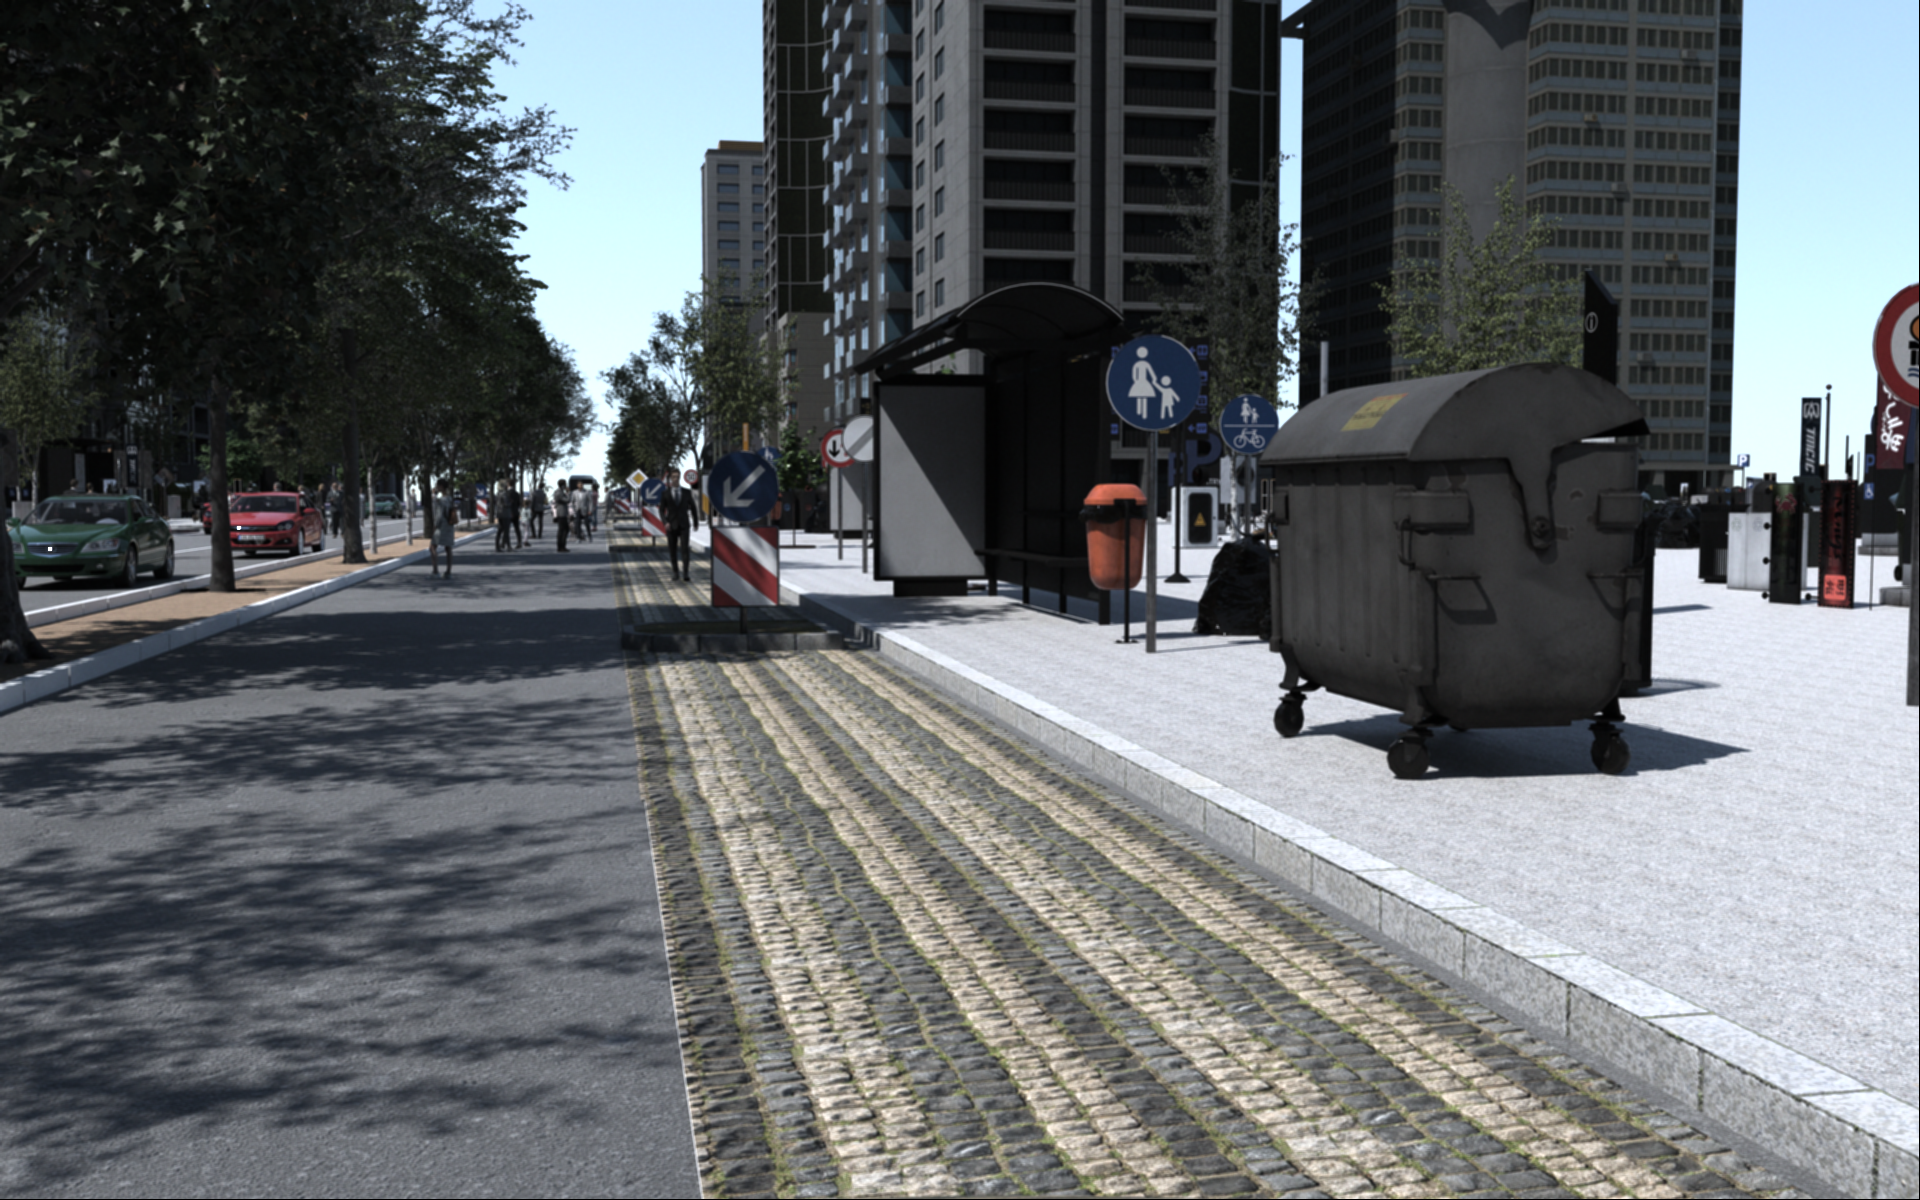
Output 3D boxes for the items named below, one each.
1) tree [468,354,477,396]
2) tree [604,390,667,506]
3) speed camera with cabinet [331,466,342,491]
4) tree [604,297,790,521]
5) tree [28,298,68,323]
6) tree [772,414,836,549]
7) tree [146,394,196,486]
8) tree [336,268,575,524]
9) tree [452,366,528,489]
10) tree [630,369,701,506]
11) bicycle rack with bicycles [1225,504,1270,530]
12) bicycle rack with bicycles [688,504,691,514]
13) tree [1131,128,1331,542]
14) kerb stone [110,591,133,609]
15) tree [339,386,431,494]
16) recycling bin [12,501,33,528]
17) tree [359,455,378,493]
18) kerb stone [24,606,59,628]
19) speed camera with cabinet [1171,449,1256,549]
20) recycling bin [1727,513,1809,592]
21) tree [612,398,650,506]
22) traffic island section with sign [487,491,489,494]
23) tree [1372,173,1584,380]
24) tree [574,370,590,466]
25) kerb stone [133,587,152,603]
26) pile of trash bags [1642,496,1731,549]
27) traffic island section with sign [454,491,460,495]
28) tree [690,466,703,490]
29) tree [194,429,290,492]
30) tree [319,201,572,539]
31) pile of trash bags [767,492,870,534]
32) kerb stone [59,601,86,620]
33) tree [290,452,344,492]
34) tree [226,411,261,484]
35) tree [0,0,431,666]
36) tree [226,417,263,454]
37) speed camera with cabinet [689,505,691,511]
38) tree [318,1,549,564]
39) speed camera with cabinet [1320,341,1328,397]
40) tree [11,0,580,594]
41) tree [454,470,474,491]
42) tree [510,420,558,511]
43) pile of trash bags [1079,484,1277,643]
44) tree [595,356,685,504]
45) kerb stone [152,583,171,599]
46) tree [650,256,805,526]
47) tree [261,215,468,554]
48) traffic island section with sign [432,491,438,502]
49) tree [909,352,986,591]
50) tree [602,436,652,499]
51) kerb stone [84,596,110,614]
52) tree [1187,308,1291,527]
[{"bbox_3d":[-15.261,-5.804,47.718,4.360,8.622,3.978,0,3,0],"label":"tree"},{"bbox_3d":[-34.498,-16.464,187.308,7.486,12.596,7.792,0,3,0],"label":"tree"},{"bbox_3d":[-43.998,-7.873,123.053,0.660,3.252,2.038,-3,5,-44],"label":"speed camera with cabinet"},{"bbox_3d":[-12.238,-9.005,81.650,8.767,10.594,7.601,-1,4,-20],"label":"tree"},{"bbox_3d":[-30.824,-6.570,57.777,4.737,8.622,4.395,0,3,0],"label":"tree"},{"bbox_3d":[-3.998,-2.841,41.056,1.663,3.219,1.824,0,3,0],"label":"tree"},{"bbox_3d":[-50.275,-9.671,108.483,4.737,8.622,4.395,0,3,0],"label":"tree"},{"bbox_3d":[-18.825,-7.743,63.470,8.767,10.594,7.601,-1,4,-12],"label":"tree"},{"bbox_3d":[-22.875,-8.036,84.209,4.737,8.622,4.395,0,3,0],"label":"tree"},{"bbox_3d":[-17.644,-9.340,103.073,4.360,8.622,3.978,0,3,0],"label":"tree"},{"bbox_3d":[9.372,-3.015,62.681,2.925,0.926,2.852,3,5,39],"label":"bicycle rack with bicycles"},{"bbox_3d":[-16.563,-6.056,112.389,2.852,0.926,2.925,-3,4,-36],"label":"bicycle rack with bicycles"},{"bbox_3d":[5.546,-5.171,34.905,4.360,8.622,3.978,0,3,0],"label":"tree"},{"bbox_3d":[-10.700,0.020,21.921,0.120,0.150,1.000,-1,4,-12],"label":"kerb stone"},{"bbox_3d":[-51.187,-15.129,154.010,9.857,13.997,8.962,0,3,0],"label":"tree"},{"bbox_3d":[-32.371,-2.899,59.949,0.722,1.027,0.722,-2,4,-30],"label":"recycling bin"},{"bbox_3d":[-46.473,-9.149,133.297,4.285,4.588,4.351,0,3,0],"label":"tree"},{"bbox_3d":[-10.085,0.201,18.915,0.120,0.150,1.000,-1,4,-12],"label":"kerb stone"},{"bbox_3d":[6.031,-2.861,41.110,2.038,3.252,0.660,-2,4,-25],"label":"speed camera with cabinet"},{"bbox_3d":[10.813,-0.651,23.194,0.722,1.027,0.722,-1,4,-21],"label":"recycling bin"},{"bbox_3d":[-23.257,-10.973,129.769,4.737,8.622,4.395,0,3,0],"label":"tree"},{"bbox_3d":[-67.822,-14.692,248.844,1.989,1.847,2.006,-1,4,-12],"label":"traffic island section with sign"},{"bbox_3d":[11.745,-5.447,39.425,4.737,8.622,4.395,0,3,0],"label":"tree"},{"bbox_3d":[-21.258,-8.638,78.094,8.767,10.594,7.601,-1,4,-12],"label":"tree"},{"bbox_3d":[-10.917,-0.045,22.925,0.120,0.150,1.000,-1,4,-12],"label":"kerb stone"},{"bbox_3d":[16.558,-1.923,41.193,3.447,1.369,1.912,0,4,1],"label":"pile of trash bags"},{"bbox_3d":[-56.899,-11.474,196.226,1.989,1.847,2.006,-1,4,-12],"label":"traffic island section with sign"},{"bbox_3d":[-16.256,-6.956,108.336,1.663,3.219,1.824,0,3,0],"label":"tree"},{"bbox_3d":[-36.760,-6.340,87.373,4.285,4.588,4.351,0,3,0],"label":"tree"},{"bbox_3d":[-16.976,-7.739,54.741,9.928,11.665,9.643,0,3,0],"label":"tree"},{"bbox_3d":[-4.680,-2.873,56.732,3.447,1.369,1.912,0,4,-6],"label":"pile of trash bags"},{"bbox_3d":[-10.293,0.139,19.917,0.120,0.150,1.000,-1,4,-12],"label":"kerb stone"},{"bbox_3d":[-42.476,-7.871,112.406,4.285,4.588,4.351,0,3,0],"label":"tree"},{"bbox_3d":[-53.985,-11.066,131.286,4.360,8.622,3.978,0,3,0],"label":"tree"},{"bbox_3d":[-8.277,-5.798,14.268,9.611,12.733,9.660,0,3,0],"label":"tree"},{"bbox_3d":[-57.818,-11.606,140.114,4.737,8.622,4.395,0,3,0],"label":"tree"},{"bbox_3d":[-20.185,-8.545,134.049,0.660,3.252,2.038,1,4,23],"label":"speed camera with cabinet"},{"bbox_3d":[-12.272,-6.988,34.835,7.486,12.596,7.792,0,3,0],"label":"tree"},{"bbox_3d":[4.836,-1.684,21.862,0.660,3.252,2.038,0,4,7],"label":"speed camera with cabinet"},{"bbox_3d":[-10.849,-6.865,25.062,12.009,13.543,11.850,0,3,0],"label":"tree"},{"bbox_3d":[-69.117,-15.742,241.101,4.285,4.588,4.351,0,3,0],"label":"tree"},{"bbox_3d":[-31.055,-10.543,125.202,4.360,8.622,3.978,0,3,0],"label":"tree"},{"bbox_3d":[2.720,-0.354,15.533,3.447,1.369,1.912,-1,4,-16],"label":"pile of trash bags"},{"bbox_3d":[-43.117,-23.168,234.688,12.611,20.169,13.585,0,3,0],"label":"tree"},{"bbox_3d":[-11.117,-0.106,23.928,0.120,0.150,1.000,-1,4,-12],"label":"kerb stone"},{"bbox_3d":[-7.096,-6.380,54.682,4.737,8.622,4.395,0,3,0],"label":"tree"},{"bbox_3d":[-13.900,-5.378,40.758,4.360,8.622,3.978,0,3,0],"label":"tree"},{"bbox_3d":[-51.287,-9.823,169.226,1.989,1.847,2.006,-1,4,-12],"label":"traffic island section with sign"},{"bbox_3d":[-0.119,-1.743,23.098,1.663,3.219,1.824,0,3,0],"label":"tree"},{"bbox_3d":[-56.712,-23.189,296.146,9.611,12.733,9.660,0,3,0],"label":"tree"},{"bbox_3d":[-10.501,0.078,20.918,0.120,0.150,1.000,-1,4,-12],"label":"kerb stone"},{"bbox_3d":[10.582,-7.151,67.275,4.737,8.622,4.395,0,3,0],"label":"tree"}]
